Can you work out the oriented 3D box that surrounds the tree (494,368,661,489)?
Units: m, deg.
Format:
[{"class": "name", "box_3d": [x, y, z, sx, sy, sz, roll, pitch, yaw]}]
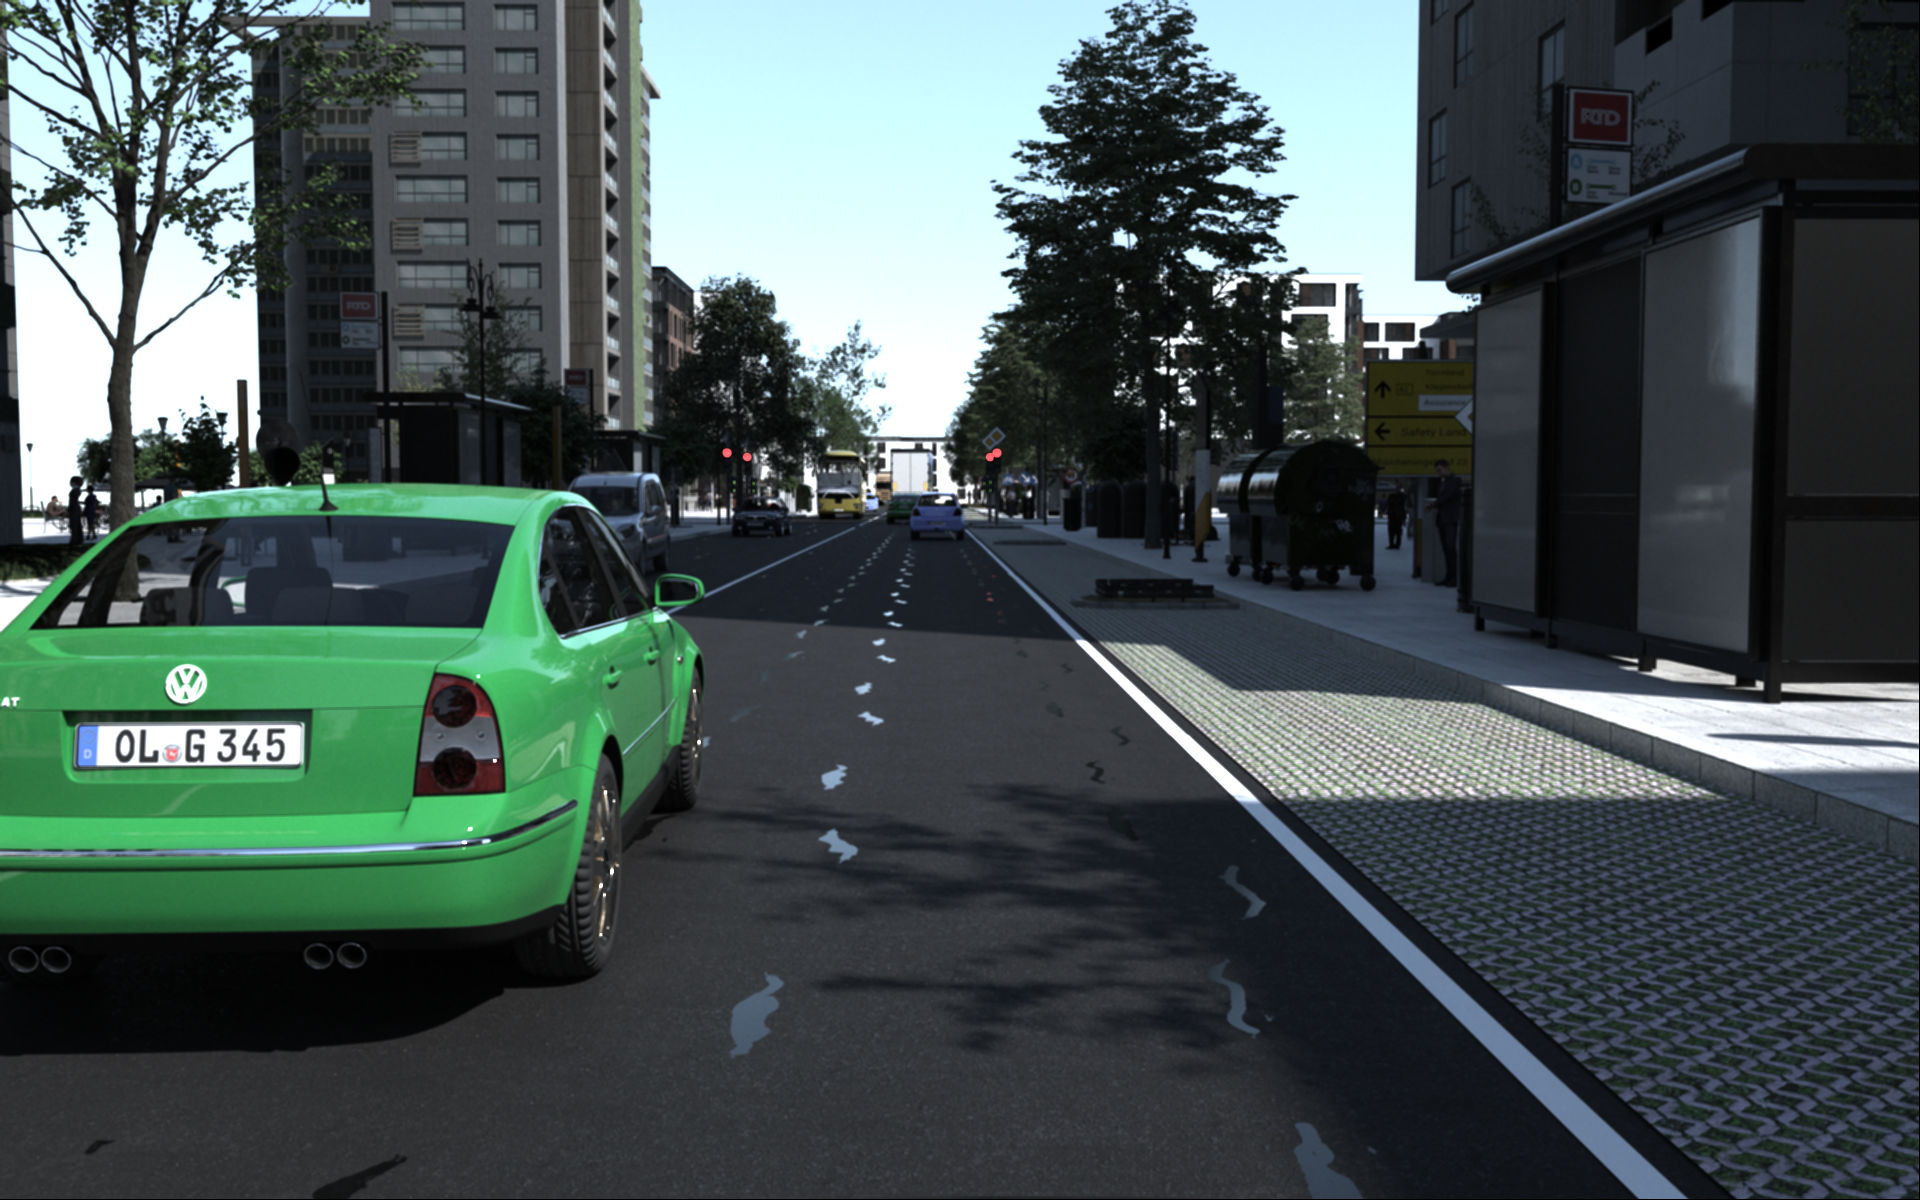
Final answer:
[{"class": "tree", "box_3d": [-10.775, -3.707, 44.324, 4.285, 4.588, 4.351, 0, 3, 0]}]

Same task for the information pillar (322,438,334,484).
[{"class": "information pillar", "box_3d": [-26.261, -4.935, 72.048, 0.504, 3.616, 0.183, -3, 5, -43]}]

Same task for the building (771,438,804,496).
[{"class": "building", "box_3d": [-38.804, -23.925, 257.627, 31.486, 18.905, 16.747, 0, 4, -1]}]

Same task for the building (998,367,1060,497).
[{"class": "building", "box_3d": [22.580, -25.739, 264.803, 32.646, 21.610, 27.936, 0, 4, -1]}]

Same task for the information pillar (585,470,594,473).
[{"class": "information pillar", "box_3d": [-11.337, -2.992, 53.411, 0.304, 2.012, 0.304, -3, 5, -44]}]

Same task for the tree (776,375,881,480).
[{"class": "tree", "box_3d": [-12.528, -13.862, 152.392, 9.928, 11.665, 9.643, 0, 3, 0]}]

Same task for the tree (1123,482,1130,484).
[{"class": "tree", "box_3d": [13.572, -8.519, 133.882, 1.663, 3.219, 1.824, 0, 3, 0]}]

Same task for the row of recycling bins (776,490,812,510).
[{"class": "row of recycling bins", "box_3d": [-13.422, -8.083, 139.275, 3.534, 1.692, 1.069, -3, 5, -43]}]

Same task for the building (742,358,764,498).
[{"class": "building", "box_3d": [-31.285, -21.328, 205.137, 16.016, 20.091, 11.380, 0, 4, -1]}]

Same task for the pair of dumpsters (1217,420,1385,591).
[{"class": "pair of dumpsters", "box_3d": [4.823, -1.367, 24.842, 1.574, 2.255, 4.437, 0, 4, -1]}]

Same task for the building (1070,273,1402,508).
[{"class": "building", "box_3d": [26.360, -20.344, 176.603, 27.936, 21.610, 32.646, 0, 4, -1]}]

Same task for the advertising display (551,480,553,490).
[{"class": "advertising display", "box_3d": [-13.648, -3.268, 58.650, 0.123, 1.923, 0.974, 0, 4, 1]}]

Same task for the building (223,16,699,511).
[{"class": "building", "box_3d": [-37.688, -27.240, 137.251, 32.217, 40.220, 23.993, 0, 4, -1]}]

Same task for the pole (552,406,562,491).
[{"class": "pole", "box_3d": [-9.349, -2.837, 40.236, 0.158, 3.312, 0.155, 0, 3, 0]}]

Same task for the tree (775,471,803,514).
[{"class": "tree", "box_3d": [-11.090, -7.104, 110.751, 1.663, 3.219, 1.824, 0, 3, 0]}]

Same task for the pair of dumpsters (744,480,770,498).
[{"class": "pair of dumpsters", "box_3d": [-14.164, -7.217, 120.486, 1.574, 2.255, 4.437, 0, 4, -1]}]

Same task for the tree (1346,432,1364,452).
[{"class": "tree", "box_3d": [19.248, -6.336, 87.313, 4.285, 4.588, 4.351, 0, 3, 0]}]

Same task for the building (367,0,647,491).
[{"class": "building", "box_3d": [-28.122, -26.058, 109.639, 14.154, 41.232, 14.086, 0, 4, -1]}]

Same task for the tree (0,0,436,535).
[{"class": "tree", "box_3d": [-9.878, -5.788, 20.387, 9.928, 11.665, 9.643, 0, 3, 0]}]

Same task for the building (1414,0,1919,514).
[{"class": "building", "box_3d": [29.381, -27.954, 46.286, 28.713, 52.752, 27.495, 0, 4, -1]}]

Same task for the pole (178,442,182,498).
[{"class": "pole", "box_3d": [-30.616, -4.530, 67.913, 0.158, 3.312, 0.155, 0, 3, 0]}]

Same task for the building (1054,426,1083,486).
[{"class": "building", "box_3d": [16.660, -16.205, 207.100, 9.099, 9.664, 28.070, 0, 4, -1]}]

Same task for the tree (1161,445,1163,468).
[{"class": "tree", "box_3d": [16.321, -10.951, 129.412, 4.360, 8.622, 3.978, 0, 3, 0]}]

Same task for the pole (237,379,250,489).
[{"class": "pole", "box_3d": [-12.763, -2.266, 30.888, 0.158, 3.312, 0.155, 0, 3, 0]}]

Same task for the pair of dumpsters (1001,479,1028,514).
[{"class": "pair of dumpsters", "box_3d": [3.502, -6.606, 110.498, 1.574, 2.255, 4.437, 0, 4, -1]}]

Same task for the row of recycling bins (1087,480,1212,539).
[{"class": "row of recycling bins", "box_3d": [5.605, -2.633, 50.169, 3.534, 1.692, 1.069, 2, 4, 28]}]

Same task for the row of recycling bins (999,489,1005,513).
[{"class": "row of recycling bins", "box_3d": [3.505, -6.868, 119.399, 1.069, 1.692, 3.534, -1, 4, -17]}]

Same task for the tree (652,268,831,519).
[{"class": "tree", "box_3d": [-11.339, -10.467, 88.144, 9.611, 12.733, 9.660, 0, 3, 0]}]

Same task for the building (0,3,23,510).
[{"class": "building", "box_3d": [-70.588, -40.435, 99.369, 20.611, 71.187, 20.563, 0, 4, -1]}]

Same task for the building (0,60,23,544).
[{"class": "building", "box_3d": [-28.114, -15.880, 31.341, 14.160, 30.474, 14.107, 0, 4, -1]}]

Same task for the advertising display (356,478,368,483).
[{"class": "advertising display", "box_3d": [-24.034, -3.985, 70.361, 0.974, 1.923, 0.123, -3, 5, -42]}]

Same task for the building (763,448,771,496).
[{"class": "building", "box_3d": [-37.865, -16.721, 215.529, 28.070, 9.664, 9.099, 0, 4, -1]}]

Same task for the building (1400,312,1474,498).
[{"class": "building", "box_3d": [57.937, -22.258, 207.893, 32.646, 21.610, 27.936, 0, 4, -1]}]

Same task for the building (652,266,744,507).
[{"class": "building", "box_3d": [-37.098, -20.037, 171.572, 27.936, 21.610, 32.646, 0, 4, -1]}]

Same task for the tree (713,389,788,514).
[{"class": "tree", "box_3d": [-11.341, -9.037, 98.124, 4.360, 8.622, 3.978, 0, 3, 0]}]

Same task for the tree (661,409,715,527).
[{"class": "tree", "box_3d": [-11.154, -5.097, 67.053, 4.285, 4.588, 4.351, 0, 3, 0]}]

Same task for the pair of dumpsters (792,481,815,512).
[{"class": "pair of dumpsters", "box_3d": [-11.195, -7.367, 122.939, 1.574, 2.255, 4.437, 0, 4, -1]}]

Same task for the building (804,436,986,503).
[{"class": "building", "box_3d": [-8.721, -19.126, 254.850, 28.070, 9.664, 9.099, 0, 4, -1]}]

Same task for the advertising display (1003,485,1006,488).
[{"class": "advertising display", "box_3d": [3.479, -7.147, 122.062, 0.974, 1.923, 0.123, 0, 4, 1]}]

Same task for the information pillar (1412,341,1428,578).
[{"class": "information pillar", "box_3d": [7.148, -2.165, 26.752, 0.183, 3.616, 0.504, 2, 4, 25]}]

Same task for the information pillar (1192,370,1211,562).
[{"class": "information pillar", "box_3d": [4.567, -2.524, 32.624, 0.183, 3.616, 0.504, -1, 4, -17]}]

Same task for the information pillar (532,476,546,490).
[{"class": "information pillar", "box_3d": [-12.413, -2.852, 51.116, 0.304, 2.012, 0.304, 2, 4, 32]}]

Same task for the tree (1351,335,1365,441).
[{"class": "tree", "box_3d": [22.680, -11.780, 110.723, 7.486, 12.596, 7.792, 0, 3, 0]}]

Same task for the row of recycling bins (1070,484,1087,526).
[{"class": "row of recycling bins", "box_3d": [5.640, -3.729, 68.089, 1.069, 1.692, 3.534, -3, 4, -39]}]

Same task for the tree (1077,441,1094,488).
[{"class": "tree", "box_3d": [10.667, -11.689, 141.481, 4.737, 8.622, 4.395, 0, 3, 0]}]
